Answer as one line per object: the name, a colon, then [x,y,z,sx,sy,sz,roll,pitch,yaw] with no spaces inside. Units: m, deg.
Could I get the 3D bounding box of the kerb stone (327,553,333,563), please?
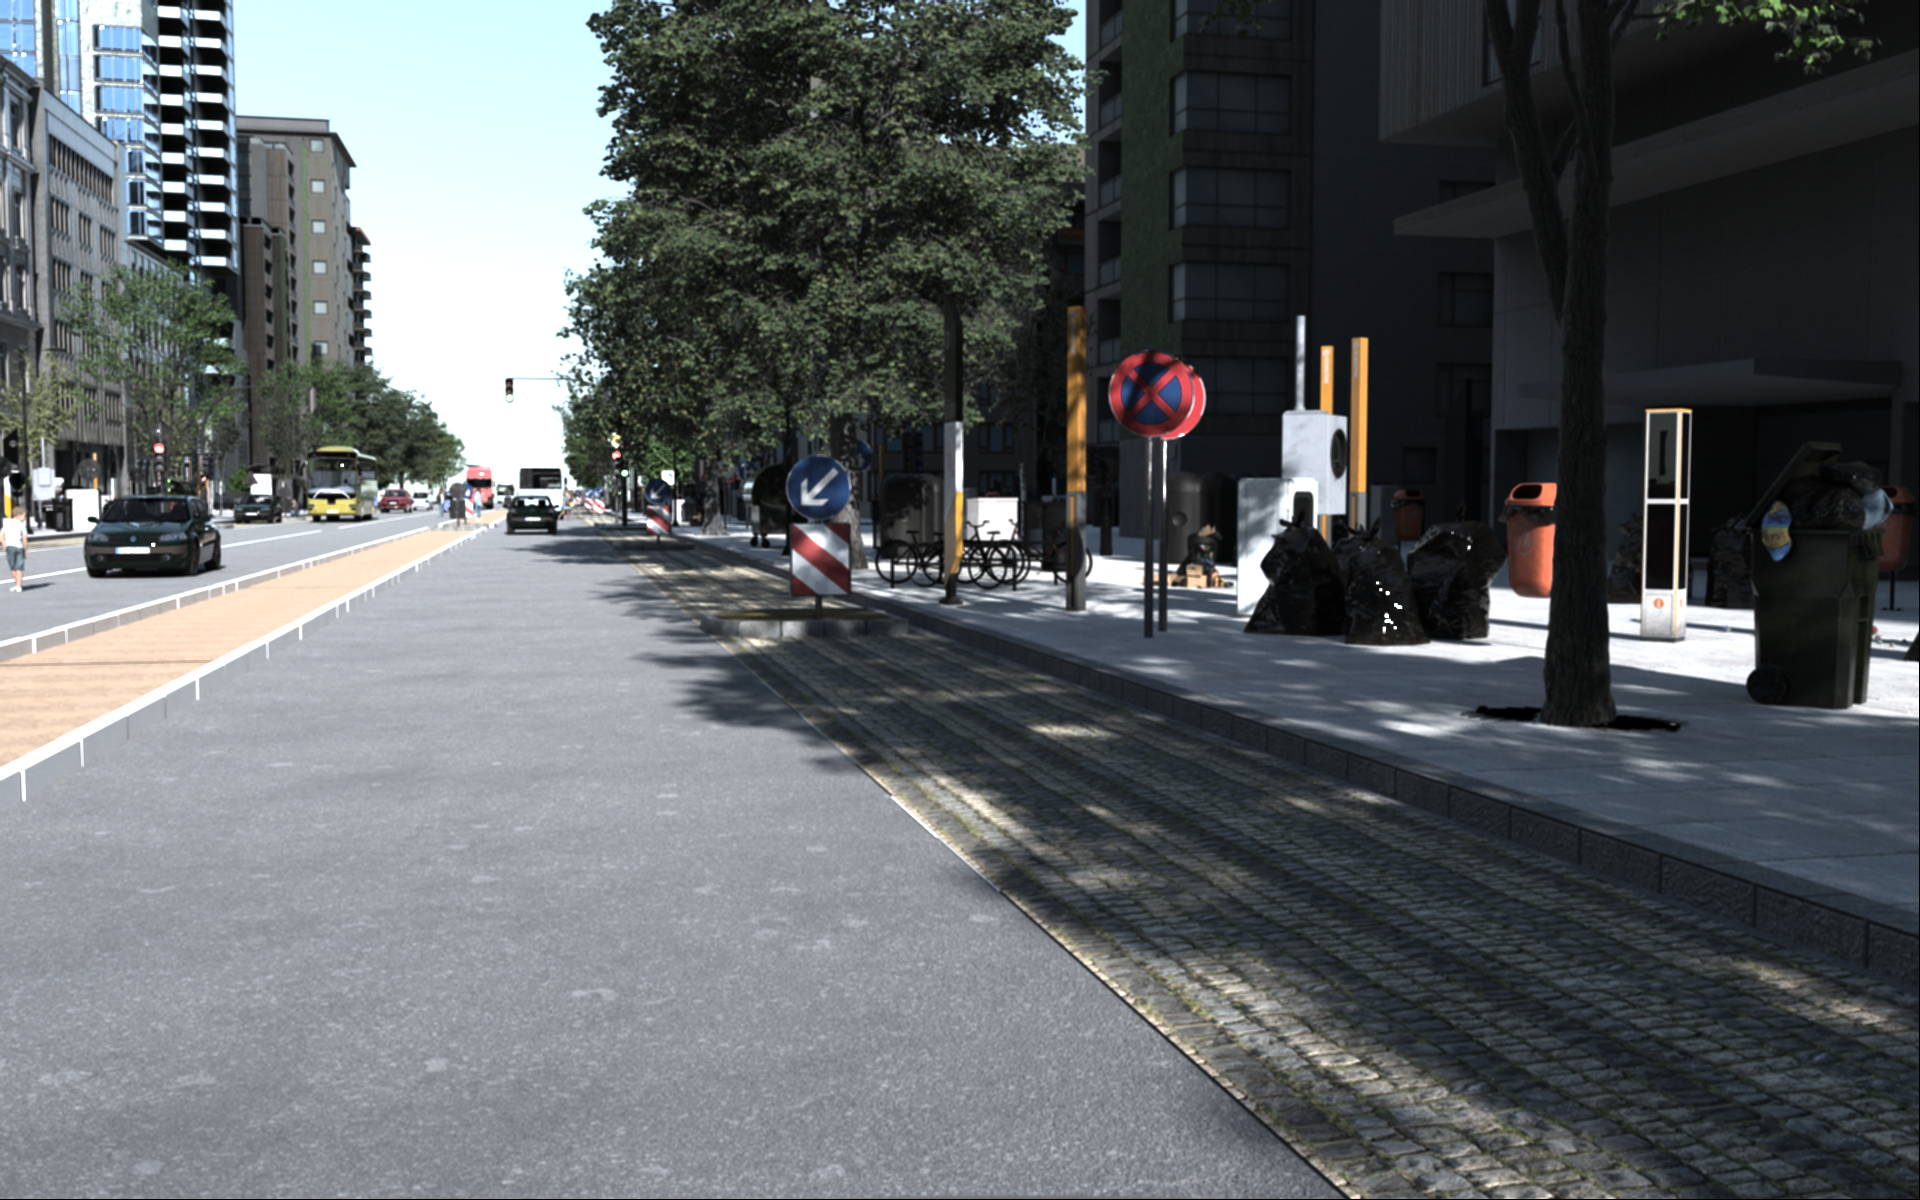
kerb stone: [-13.177,-0.840,35.926,0.120,0.150,1.000,-1,4,-13]

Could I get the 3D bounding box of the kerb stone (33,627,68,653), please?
kerb stone: [-8.462,0.384,15.995,0.120,0.150,1.000,-1,4,-13]

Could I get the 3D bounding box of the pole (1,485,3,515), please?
pole: [-32.854,-3.995,59.168,0.158,3.312,0.155,0,3,0]

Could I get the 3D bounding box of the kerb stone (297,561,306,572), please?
kerb stone: [-12.242,-0.588,31.931,0.120,0.150,1.000,-1,4,-13]

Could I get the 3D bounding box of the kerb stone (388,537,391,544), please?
kerb stone: [-16.245,-1.632,48.900,0.120,0.150,1.000,-1,4,-13]

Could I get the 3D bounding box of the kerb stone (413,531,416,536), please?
kerb stone: [-18.382,-2.184,57.901,0.120,0.150,1.000,-1,4,-13]

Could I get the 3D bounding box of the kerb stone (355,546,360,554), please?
kerb stone: [-14.358,-1.145,40.917,0.120,0.150,1.000,-1,4,-13]

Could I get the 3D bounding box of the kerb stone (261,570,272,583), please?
kerb stone: [-11.291,-0.349,27.953,0.120,0.150,1.000,-1,4,-13]

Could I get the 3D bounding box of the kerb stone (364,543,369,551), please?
kerb stone: [-14.831,-1.267,42.915,0.120,0.150,1.000,-1,4,-13]

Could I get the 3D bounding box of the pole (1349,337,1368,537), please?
pole: [5.216,-1.764,22.690,0.158,3.312,0.155,0,3,0]

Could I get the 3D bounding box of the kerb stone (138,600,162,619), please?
kerb stone: [-9.405,0.136,19.974,0.120,0.150,1.000,-1,4,-13]

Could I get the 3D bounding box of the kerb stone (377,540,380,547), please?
kerb stone: [-15.546,-1.448,45.907,0.120,0.150,1.000,-1,4,-13]

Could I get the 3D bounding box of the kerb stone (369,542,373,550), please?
kerb stone: [-15.073,-1.328,43.908,0.120,0.150,1.000,-1,4,-13]

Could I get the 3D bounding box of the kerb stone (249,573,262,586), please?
kerb stone: [-11.053,-0.291,26.959,0.120,0.150,1.000,-1,4,-13]

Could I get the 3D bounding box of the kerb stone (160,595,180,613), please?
kerb stone: [-9.644,0.077,20.968,0.120,0.150,1.000,-1,4,-13]

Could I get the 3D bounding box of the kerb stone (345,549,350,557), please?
kerb stone: [-13.891,-1.020,38.922,0.120,0.150,1.000,-1,4,-13]

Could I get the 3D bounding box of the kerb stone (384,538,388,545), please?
kerb stone: [-16.012,-1.572,47.900,0.120,0.150,1.000,-1,4,-13]

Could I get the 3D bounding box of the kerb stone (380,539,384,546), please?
kerb stone: [-15.779,-1.510,46.905,0.120,0.150,1.000,-1,4,-13]

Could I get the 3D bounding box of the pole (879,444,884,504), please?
pole: [-3.206,-4.712,70.888,0.158,3.312,0.155,0,3,0]

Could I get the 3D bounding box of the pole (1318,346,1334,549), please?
pole: [5.060,-1.842,23.952,0.158,3.312,0.155,0,3,0]

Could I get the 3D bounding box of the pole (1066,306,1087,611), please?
pole: [1.274,-1.534,18.930,0.158,3.312,0.155,0,3,0]

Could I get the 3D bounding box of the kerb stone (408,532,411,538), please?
kerb stone: [-17.909,-2.056,55.903,0.120,0.150,1.000,-1,4,-13]

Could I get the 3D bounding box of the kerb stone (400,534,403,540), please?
kerb stone: [-17.193,-1.873,52.914,0.120,0.150,1.000,-1,4,-13]

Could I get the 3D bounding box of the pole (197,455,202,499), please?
pole: [-39.295,-5.851,89.511,0.158,3.312,0.155,0,3,0]

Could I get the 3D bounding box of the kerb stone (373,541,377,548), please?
kerb stone: [-15.309,-1.389,44.910,0.120,0.150,1.000,-1,4,-13]

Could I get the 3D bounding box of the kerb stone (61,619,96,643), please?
kerb stone: [-8.695,0.318,16.990,0.120,0.150,1.000,-1,4,-13]

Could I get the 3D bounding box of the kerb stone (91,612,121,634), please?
kerb stone: [-8.932,0.260,17.985,0.120,0.150,1.000,-1,4,-13]

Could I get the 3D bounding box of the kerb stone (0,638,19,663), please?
kerb stone: [-8.241,0.440,14.997,0.120,0.150,1.000,-1,4,-13]

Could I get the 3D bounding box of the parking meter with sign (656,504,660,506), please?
parking meter with sign: [-17.548,-6.440,101.553,0.543,3.016,1.738,0,4,3]

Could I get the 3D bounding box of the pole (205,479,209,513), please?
pole: [-41.137,-6.158,94.519,0.158,3.312,0.155,0,3,0]

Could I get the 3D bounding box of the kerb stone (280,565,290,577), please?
kerb stone: [-11.760,-0.474,29.943,0.120,0.150,1.000,-1,4,-13]

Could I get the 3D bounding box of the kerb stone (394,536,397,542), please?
kerb stone: [-16.731,-1.755,50.917,0.120,0.150,1.000,-1,4,-13]

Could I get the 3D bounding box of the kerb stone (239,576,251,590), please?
kerb stone: [-10.810,-0.230,25.955,0.120,0.150,1.000,-1,4,-13]

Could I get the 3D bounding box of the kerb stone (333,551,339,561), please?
kerb stone: [-13.413,-0.899,36.921,0.120,0.150,1.000,-1,4,-13]

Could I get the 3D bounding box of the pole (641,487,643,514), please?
pole: [-20.660,-7.276,112.810,0.158,3.312,0.155,0,3,0]

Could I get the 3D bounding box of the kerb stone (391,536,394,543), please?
kerb stone: [-16.484,-1.695,49.917,0.120,0.150,1.000,-1,4,-13]

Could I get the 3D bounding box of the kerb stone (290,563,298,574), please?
kerb stone: [-12.000,-0.535,30.937,0.120,0.150,1.000,-1,4,-13]

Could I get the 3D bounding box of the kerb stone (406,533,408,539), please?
kerb stone: [-17.669,-1.998,54.904,0.120,0.150,1.000,-1,4,-13]

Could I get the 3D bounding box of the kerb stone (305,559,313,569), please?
kerb stone: [-12.473,-0.656,32.927,0.120,0.150,1.000,-1,4,-13]

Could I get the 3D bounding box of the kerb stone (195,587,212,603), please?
kerb stone: [-10.116,-0.047,22.966,0.120,0.150,1.000,-1,4,-13]

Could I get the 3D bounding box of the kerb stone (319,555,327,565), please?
kerb stone: [-12.940,-0.776,34.926,0.120,0.150,1.000,-1,4,-13]

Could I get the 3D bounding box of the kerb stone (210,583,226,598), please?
kerb stone: [-10.350,-0.103,23.963,0.120,0.150,1.000,-1,4,-13]

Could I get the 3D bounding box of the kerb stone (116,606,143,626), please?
kerb stone: [-9.168,0.197,18.980,0.120,0.150,1.000,-1,4,-13]

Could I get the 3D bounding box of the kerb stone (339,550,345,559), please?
kerb stone: [-13.650,-0.961,37.916,0.120,0.150,1.000,-1,4,-13]

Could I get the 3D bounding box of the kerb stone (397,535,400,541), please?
kerb stone: [-16.961,-1.818,51.916,0.120,0.150,1.000,-1,4,-13]

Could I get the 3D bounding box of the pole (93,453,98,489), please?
pole: [-42.913,-5.637,86.012,0.158,3.312,0.155,0,3,0]

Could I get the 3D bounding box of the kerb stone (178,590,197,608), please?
kerb stone: [-9.872,0.014,21.965,0.120,0.150,1.000,-1,4,-13]

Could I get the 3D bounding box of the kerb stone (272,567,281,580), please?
kerb stone: [-11.529,-0.413,28.947,0.120,0.150,1.000,-1,4,-13]

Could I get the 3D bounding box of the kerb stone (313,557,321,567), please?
kerb stone: [-12.706,-0.718,33.931,0.120,0.150,1.000,-1,4,-13]

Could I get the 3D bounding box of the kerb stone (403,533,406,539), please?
kerb stone: [-17.439,-1.939,53.906,0.120,0.150,1.000,-1,4,-13]

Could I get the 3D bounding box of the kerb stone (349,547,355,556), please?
kerb stone: [-14.126,-1.084,39.917,0.120,0.150,1.000,-1,4,-13]

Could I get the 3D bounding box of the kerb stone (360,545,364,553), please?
kerb stone: [-14.598,-1.206,41.919,0.120,0.150,1.000,-1,4,-13]

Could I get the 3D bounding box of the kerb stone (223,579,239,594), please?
kerb stone: [-10.581,-0.169,24.959,0.120,0.150,1.000,-1,4,-13]

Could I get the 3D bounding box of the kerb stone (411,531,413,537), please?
kerb stone: [-18.144,-2.118,56.907,0.120,0.150,1.000,-1,4,-13]
